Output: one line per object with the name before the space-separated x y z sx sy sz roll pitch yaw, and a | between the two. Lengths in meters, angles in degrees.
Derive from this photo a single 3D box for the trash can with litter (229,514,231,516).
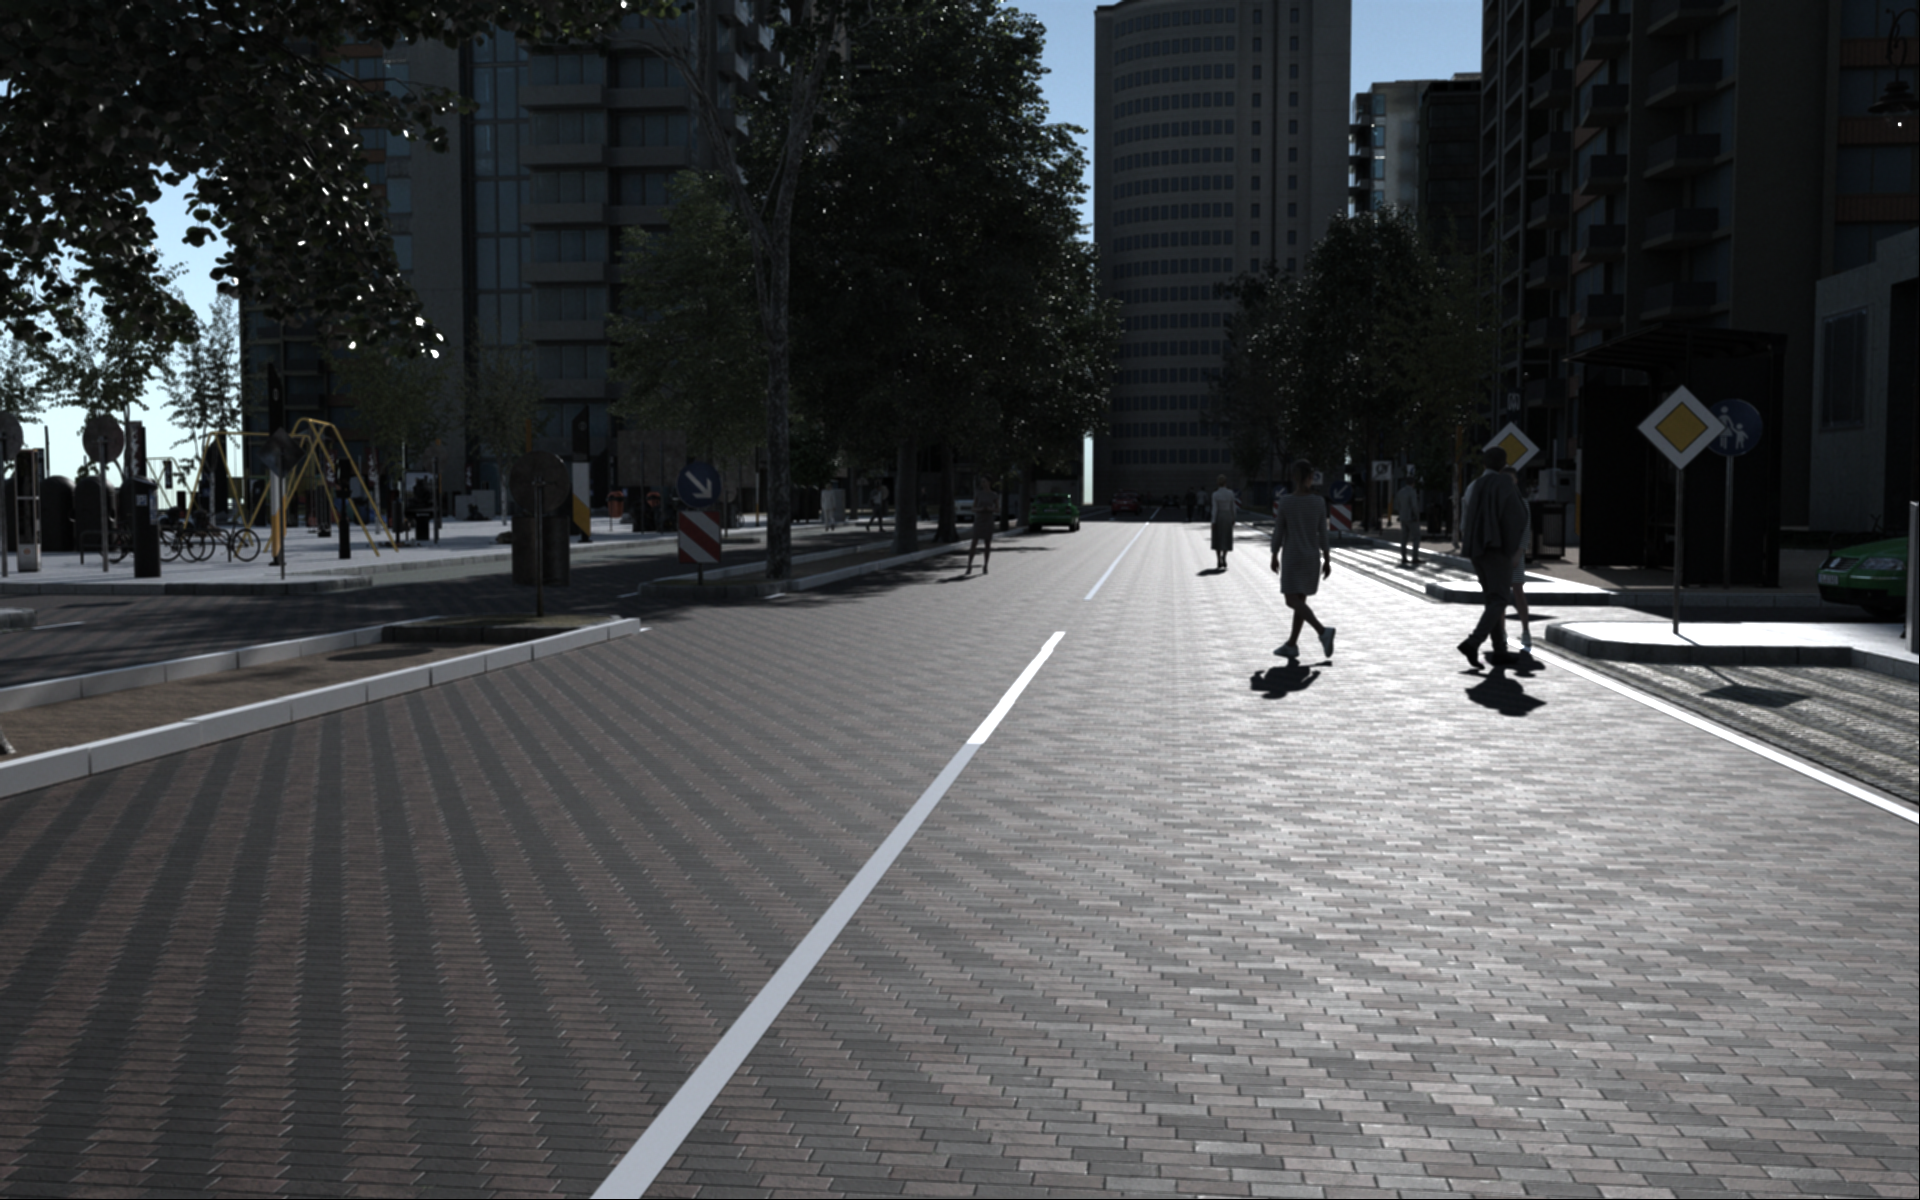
trash can with litter | -40.926 -5.141 95.110 2.233 1.210 1.678 0 4 6

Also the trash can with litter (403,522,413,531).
trash can with litter | -19.115 -3.016 60.694 1.055 1.170 0.624 -1 4 -20

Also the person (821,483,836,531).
person | -5.009 -3.529 66.077 0.514 1.842 0.818 -1 4 -16

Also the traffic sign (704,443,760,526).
traffic sign | -9.068 -4.585 68.831 2.265 3.308 0.079 1 4 11

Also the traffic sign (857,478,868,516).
traffic sign | -5.699 -6.164 100.782 0.884 2.594 0.081 1 4 9

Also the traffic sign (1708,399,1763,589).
traffic sign | 10.351 -1.419 23.308 0.768 2.556 0.104 1 4 15

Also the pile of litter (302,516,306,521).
pile of litter | -30.625 -4.157 81.929 1.176 0.858 1.719 1 4 11

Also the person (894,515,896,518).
person | -2.338 -3.806 71.089 0.694 1.780 0.624 -2 4 -24

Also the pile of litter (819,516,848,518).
pile of litter | -6.899 -4.843 93.146 1.719 0.858 1.176 2 4 24

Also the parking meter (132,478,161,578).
parking meter | -12.543 -1.119 26.701 0.372 1.533 0.369 0 3 0

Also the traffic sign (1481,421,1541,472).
traffic sign | 7.542 -1.232 23.794 0.795 2.450 0.064 0 4 7

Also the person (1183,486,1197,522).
person | 11.681 -4.862 87.767 0.659 1.850 0.755 1 4 19

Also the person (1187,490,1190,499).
person | 21.170 -9.277 160.199 0.705 1.821 1.348 2 4 28

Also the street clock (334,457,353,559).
street clock | -12.196 -1.817 34.276 0.358 2.002 0.471 -2 4 -31

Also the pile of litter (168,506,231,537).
pile of litter | -22.931 -2.357 52.506 1.719 0.858 1.176 -1 4 -21

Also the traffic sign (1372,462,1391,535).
traffic sign | 13.023 -3.144 53.536 0.606 2.300 0.079 1 4 8

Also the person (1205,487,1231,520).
person | 14.113 -5.214 93.971 1.509 1.804 0.699 1 4 14

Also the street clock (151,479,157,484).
street clock | -38.756 -4.797 83.004 0.471 2.002 0.358 -1 4 -17

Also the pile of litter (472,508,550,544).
pile of litter | -11.553 -1.904 45.095 1.176 0.858 1.719 3 5 43

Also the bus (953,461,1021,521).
bus | 1.463 -6.070 94.108 2.948 3.499 13.247 0 4 8

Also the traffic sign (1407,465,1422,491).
traffic sign | 15.703 -3.523 59.733 0.606 2.300 0.079 1 4 16

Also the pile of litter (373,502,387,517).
pile of litter | -33.050 -5.127 97.784 1.719 0.858 1.176 -1 4 -18

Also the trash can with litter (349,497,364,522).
trash can with litter | -27.800 -4.156 79.343 1.055 1.170 0.624 2 4 28

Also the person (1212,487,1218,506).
person | 14.225 -5.353 96.252 0.478 1.798 0.641 3 5 43

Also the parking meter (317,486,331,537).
parking meter | -18.941 -2.640 51.576 0.372 1.533 0.369 0 3 0

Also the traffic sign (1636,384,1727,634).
traffic sign | 6.579 -0.748 15.867 0.795 2.450 0.064 0 4 7

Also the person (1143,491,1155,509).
person | 18.358 -9.736 168.408 1.217 1.743 0.721 0 4 -2

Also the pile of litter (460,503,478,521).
pile of litter | -23.204 -4.225 83.051 1.719 0.858 1.176 3 4 39

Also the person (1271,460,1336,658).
person | 3.034 -0.362 15.175 0.466 1.731 0.760 -3 4 -38

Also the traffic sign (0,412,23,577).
traffic sign | -14.809 -1.631 26.776 0.768 2.556 0.104 1 4 14

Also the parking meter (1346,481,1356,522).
parking meter | 17.939 -4.515 79.531 0.255 1.863 0.399 -3 5 -40

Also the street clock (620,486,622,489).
street clock | -19.423 -5.860 100.383 0.471 2.002 0.358 1 4 18

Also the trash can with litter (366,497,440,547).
trash can with litter | -13.699 -1.921 42.461 1.678 1.210 2.233 -1 4 -21

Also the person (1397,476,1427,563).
person | 9.268 -1.658 35.704 0.391 1.810 0.635 -2 4 -34

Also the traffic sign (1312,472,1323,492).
traffic sign | 16.116 -4.668 78.449 0.606 2.300 0.079 1 4 12

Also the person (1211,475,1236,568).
person | 5.078 -1.511 33.436 0.478 1.798 0.641 1 4 13

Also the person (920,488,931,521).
person | -1.841 -4.960 90.011 0.534 1.772 0.576 -3 5 -40

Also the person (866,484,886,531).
person | -3.235 -3.533 66.357 0.850 1.850 0.679 2 4 27

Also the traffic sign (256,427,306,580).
traffic sign | -10.170 -1.365 25.957 0.795 2.450 0.064 0 4 7

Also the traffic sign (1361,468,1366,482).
traffic sign | 19.192 -4.958 81.161 0.768 2.556 0.104 1 4 11

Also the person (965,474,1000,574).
person | 0.403 -1.352 30.942 0.599 1.781 0.374 0 4 5

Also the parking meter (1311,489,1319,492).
parking meter | 17.529 -4.715 85.502 0.372 1.533 0.369 0 3 0

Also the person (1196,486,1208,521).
person | 12.743 -5.079 91.381 0.661 1.843 0.795 1 4 22

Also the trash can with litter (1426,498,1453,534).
trash can with litter | 15.633 -2.737 56.133 1.055 1.170 0.624 1 4 18

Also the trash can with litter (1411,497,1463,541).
trash can with litter | 13.281 -2.254 47.904 2.233 1.210 1.678 -2 4 -24

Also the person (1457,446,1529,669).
person | 4.427 -0.352 14.353 0.850 1.850 0.679 -2 4 -34

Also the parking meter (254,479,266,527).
parking meter | -27.722 -3.845 68.574 0.399 1.863 0.255 1 4 17

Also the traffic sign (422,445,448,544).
traffic sign | -13.551 -2.727 44.690 0.768 2.556 0.104 1 4 17

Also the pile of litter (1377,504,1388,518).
pile of litter | 22.399 -4.800 92.449 1.176 0.858 1.719 2 4 29

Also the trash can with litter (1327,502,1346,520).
trash can with litter | 19.133 -4.584 86.006 1.678 1.210 2.233 -1 4 -18

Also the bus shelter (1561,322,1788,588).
bus shelter | 10.821 -2.168 26.731 1.731 3.624 6.357 0 4 7

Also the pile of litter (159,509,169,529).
pile of litter | -28.625 -2.996 62.954 1.719 0.858 1.176 0 4 8

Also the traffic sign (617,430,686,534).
traffic sign | -9.833 -3.754 55.251 2.265 3.308 0.079 1 4 9

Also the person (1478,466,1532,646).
person | 5.238 -0.434 16.592 0.512 1.701 0.522 1 4 23
